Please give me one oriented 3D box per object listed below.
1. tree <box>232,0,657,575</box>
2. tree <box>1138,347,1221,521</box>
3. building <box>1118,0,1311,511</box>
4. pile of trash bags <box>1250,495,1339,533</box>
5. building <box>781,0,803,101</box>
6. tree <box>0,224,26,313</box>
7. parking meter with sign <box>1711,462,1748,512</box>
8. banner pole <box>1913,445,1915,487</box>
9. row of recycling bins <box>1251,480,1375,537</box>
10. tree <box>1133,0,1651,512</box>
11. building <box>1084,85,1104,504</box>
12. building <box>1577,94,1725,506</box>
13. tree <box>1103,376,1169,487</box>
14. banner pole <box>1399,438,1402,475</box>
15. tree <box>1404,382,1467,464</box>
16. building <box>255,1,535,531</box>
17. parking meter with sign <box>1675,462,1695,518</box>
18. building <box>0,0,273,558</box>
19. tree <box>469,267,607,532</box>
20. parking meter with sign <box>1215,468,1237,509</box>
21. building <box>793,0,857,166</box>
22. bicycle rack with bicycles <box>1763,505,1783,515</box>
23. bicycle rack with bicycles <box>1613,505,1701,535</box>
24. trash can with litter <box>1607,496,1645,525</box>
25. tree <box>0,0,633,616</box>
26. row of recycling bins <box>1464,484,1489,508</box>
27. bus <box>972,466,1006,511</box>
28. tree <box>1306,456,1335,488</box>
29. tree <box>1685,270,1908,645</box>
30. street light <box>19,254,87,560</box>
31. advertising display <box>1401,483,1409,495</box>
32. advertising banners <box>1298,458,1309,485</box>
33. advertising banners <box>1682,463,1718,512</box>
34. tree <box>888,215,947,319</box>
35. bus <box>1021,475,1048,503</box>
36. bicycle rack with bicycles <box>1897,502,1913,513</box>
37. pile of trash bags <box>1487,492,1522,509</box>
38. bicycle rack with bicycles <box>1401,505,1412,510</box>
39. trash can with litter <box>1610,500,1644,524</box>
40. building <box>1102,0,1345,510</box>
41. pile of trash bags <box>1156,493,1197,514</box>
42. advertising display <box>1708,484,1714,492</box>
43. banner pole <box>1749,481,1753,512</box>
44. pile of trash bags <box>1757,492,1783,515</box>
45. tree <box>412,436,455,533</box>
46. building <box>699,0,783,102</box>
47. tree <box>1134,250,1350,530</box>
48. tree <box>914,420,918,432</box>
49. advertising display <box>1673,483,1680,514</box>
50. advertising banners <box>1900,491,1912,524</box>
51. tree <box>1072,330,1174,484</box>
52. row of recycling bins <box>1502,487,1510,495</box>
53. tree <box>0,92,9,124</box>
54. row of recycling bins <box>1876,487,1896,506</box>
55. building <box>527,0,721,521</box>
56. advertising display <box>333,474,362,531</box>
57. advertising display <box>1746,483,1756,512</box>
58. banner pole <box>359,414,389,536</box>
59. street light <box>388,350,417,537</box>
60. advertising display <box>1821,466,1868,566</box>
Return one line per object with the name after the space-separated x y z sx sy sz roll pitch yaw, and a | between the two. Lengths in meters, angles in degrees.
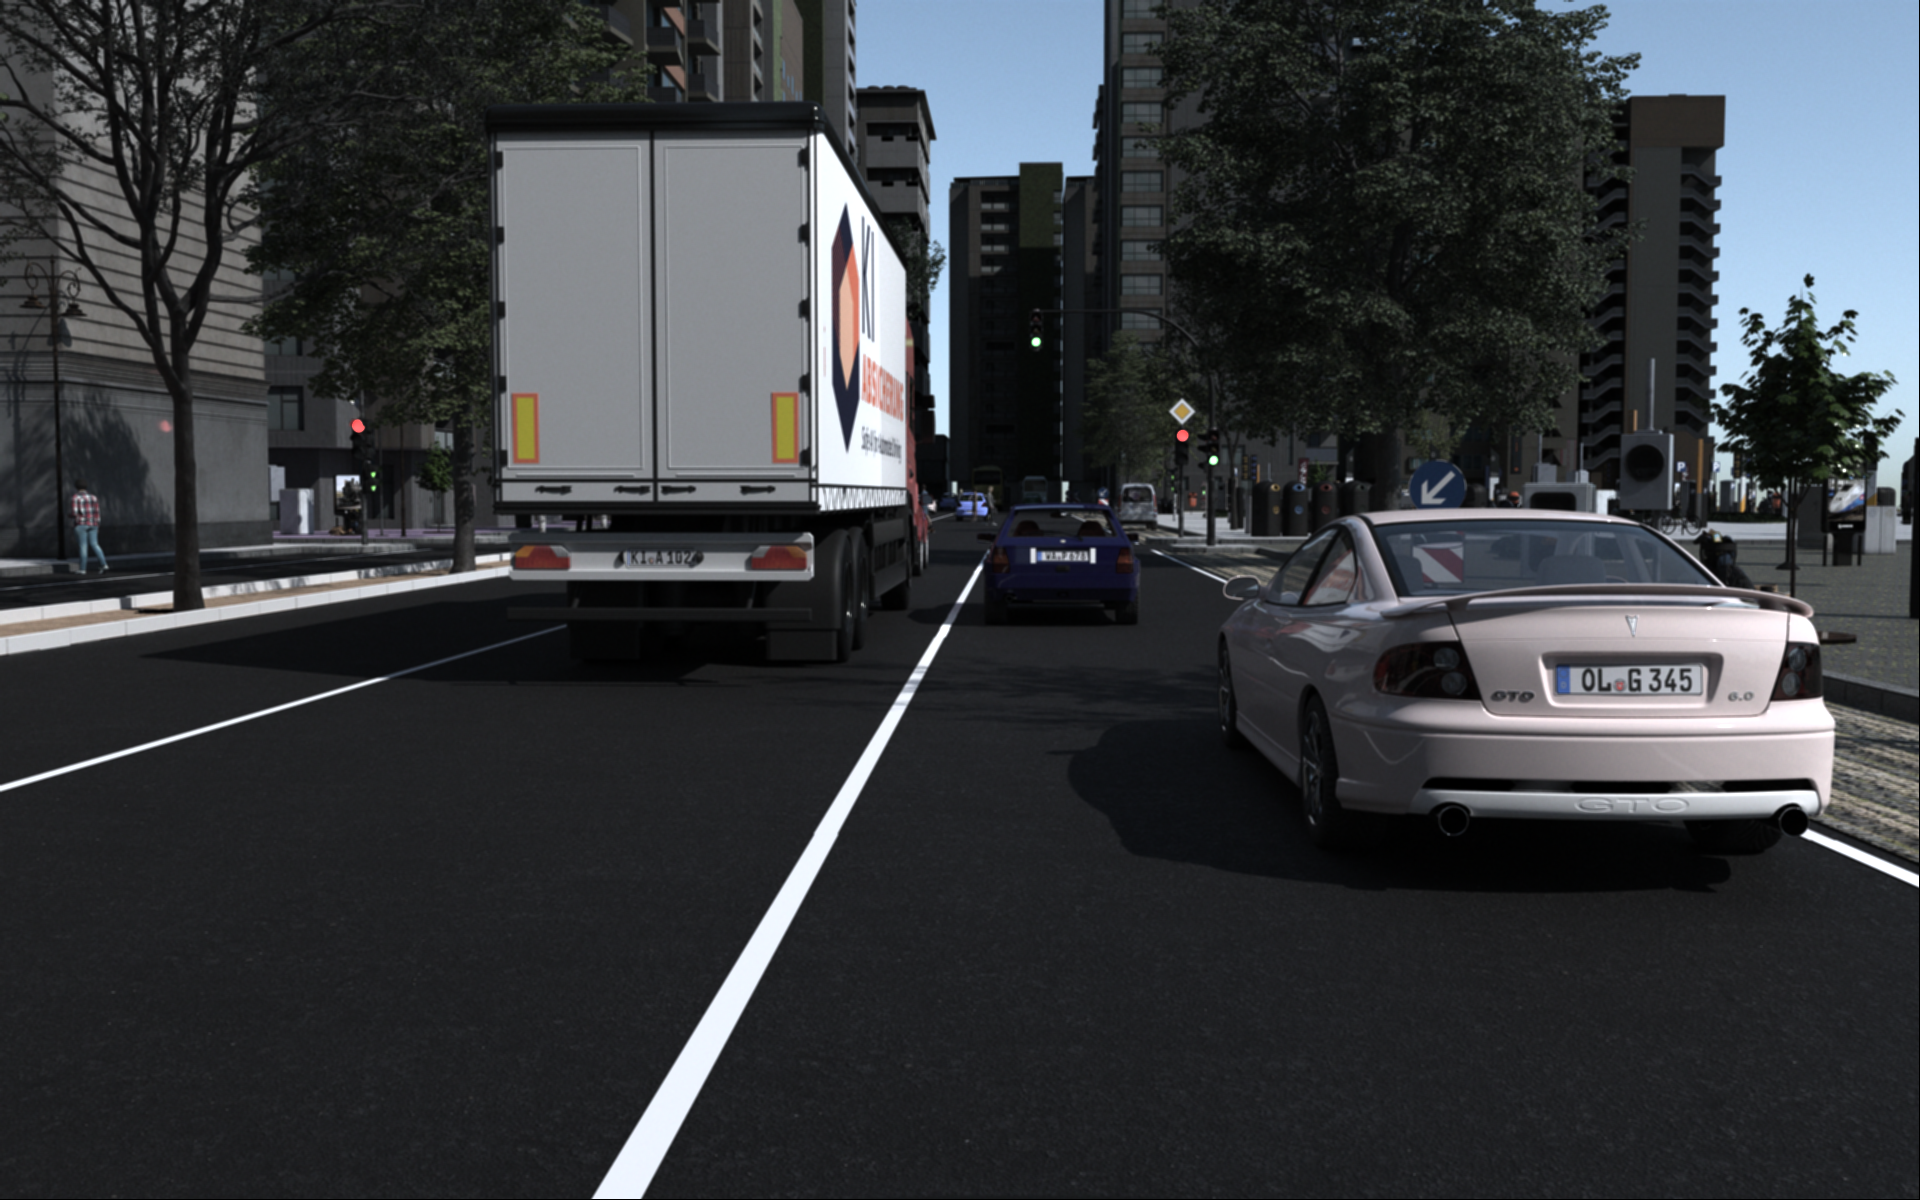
-8.687 -6.696 30.065 7.486 12.596 7.792 0 3 0 | tree
10.297 -8.051 81.991 4.737 8.622 4.395 0 3 0 | tree
19.188 -27.607 134.969 14.154 41.232 14.086 0 4 2 | building
11.052 -2.914 57.397 3.447 1.369 1.912 -2 4 -28 | pile of trash bags
-21.136 -30.475 148.384 14.600 45.320 14.200 0 4 2 | building
-18.448 -4.832 29.373 4.360 8.622 3.978 0 3 0 | tree
41.427 -5.946 93.485 0.543 3.016 1.738 -2 4 -26 | parking meter with sign
43.303 -5.395 78.222 0.863 3.779 0.401 -2 4 -26 | banner pole
10.549 -2.765 52.328 3.534 1.692 1.069 0 4 -5 | row of recycling bins
8.270 -7.763 33.577 9.857 13.997 8.962 0 3 0 | tree
25.541 -34.603 185.362 23.786 49.044 30.456 0 4 2 | building
73.953 -33.118 191.589 14.200 45.320 14.600 0 4 2 | building
10.724 -9.607 107.442 4.360 8.622 3.978 0 3 0 | tree
19.601 -5.385 78.064 0.863 3.779 0.401 0 4 -6 | banner pole
30.420 -9.913 112.435 4.737 8.622 4.395 0 3 0 | tree
-25.050 -23.307 64.667 14.154 41.232 14.086 0 4 2 | building
38.807 -5.876 92.336 0.543 3.016 1.738 0 4 -5 | parking meter with sign
-26.474 -11.603 38.862 18.267 20.994 9.793 0 4 2 | building
-8.729 -5.100 36.202 4.360 8.622 3.978 0 3 0 | tree
17.716 -7.359 116.578 1.738 3.016 0.543 2 4 32 | parking meter with sign
-25.885 -39.761 192.095 28.212 58.520 21.231 0 4 2 | building
51.094 -5.667 106.041 2.925 0.926 2.852 0 4 1 | bicycle rack with bicycles
21.589 -2.544 54.974 2.852 0.926 2.925 -1 4 -19 | bicycle rack with bicycles
25.094 -3.320 65.342 2.233 1.210 1.678 2 4 31 | trash can with litter
-9.224 -6.568 20.220 12.009 13.543 11.850 0 3 0 | tree
20.236 -3.815 69.490 1.069 1.692 3.534 0 4 0 | row of recycling bins
2.476 -9.624 148.905 2.896 3.916 12.252 0 4 2 | bus
18.163 -5.760 88.785 1.663 3.219 1.824 0 3 0 | tree
7.306 -1.250 15.035 1.663 3.219 1.824 0 3 0 | tree
-17.499 -3.717 33.566 0.468 5.910 1.993 0 4 2 | street light
26.588 -5.978 102.947 0.974 1.923 0.123 -2 4 -26 | advertising display
15.937 -5.390 84.317 2.074 3.025 0.090 1 4 11 | advertising banners
41.916 -6.242 98.237 2.074 3.025 0.090 1 4 10 | advertising banners
-7.516 -15.326 108.927 12.611 20.169 13.585 0 3 0 | tree
8.047 -11.732 186.682 2.948 3.499 13.247 0 4 2 | bus
59.992 -5.774 107.788 2.925 0.926 2.852 1 4 22 | bicycle rack with bicycles
22.795 -3.717 70.519 1.912 1.369 3.447 0 4 6 | pile of trash bags
21.290 -4.368 84.805 2.852 0.926 2.925 -3 5 -42 | bicycle rack with bicycles
15.470 -1.725 39.592 1.055 1.170 0.624 -1 4 -17 | trash can with litter
23.383 -37.520 155.450 21.231 58.520 28.212 0 4 2 | building
13.432 -6.152 110.332 3.447 1.369 1.912 -1 4 -9 | pile of trash bags
49.398 -6.657 114.055 0.123 1.923 0.974 0 4 -5 | advertising display
44.570 -6.577 97.547 0.401 3.779 0.863 1 4 11 | banner pole
44.505 -5.181 94.456 1.912 1.369 3.447 2 4 23 | pile of trash bags
-17.059 -3.816 56.993 1.663 3.219 1.824 0 3 0 | tree
-21.524 -27.519 133.525 14.154 41.232 14.086 0 4 2 | building
10.000 -7.818 62.231 8.767 10.594 7.601 1 4 22 | tree
-6.503 -9.848 97.887 8.767 10.594 7.601 0 4 2 | tree
40.306 -5.643 97.474 0.123 1.923 0.974 3 5 40 | advertising display
40.304 -4.672 72.575 0.090 3.025 2.074 -1 4 -16 | advertising banners
11.642 -12.378 120.508 7.486 12.596 7.792 0 3 0 | tree
30.386 -5.531 97.543 1.069 1.692 3.534 2 4 24 | row of recycling bins
-9.463 -5.479 10.165 7.486 12.596 7.792 0 3 0 | tree
55.675 -5.950 104.396 1.069 1.692 3.534 3 4 39 | row of recycling bins
-25.188 -26.873 94.005 22.147 44.769 28.867 0 4 2 | building
-19.578 -3.076 55.511 0.123 1.923 0.974 3 5 44 | advertising display
47.449 -6.036 103.903 0.974 1.923 0.123 -3 5 -42 | advertising display
-17.913 -3.842 52.835 0.863 3.779 0.401 -1 4 -9 | banner pole
-16.692 -4.832 51.783 0.468 5.910 1.993 0 4 2 | street light
15.748 -1.569 30.860 0.974 1.923 0.123 -1 4 -23 | advertising display
